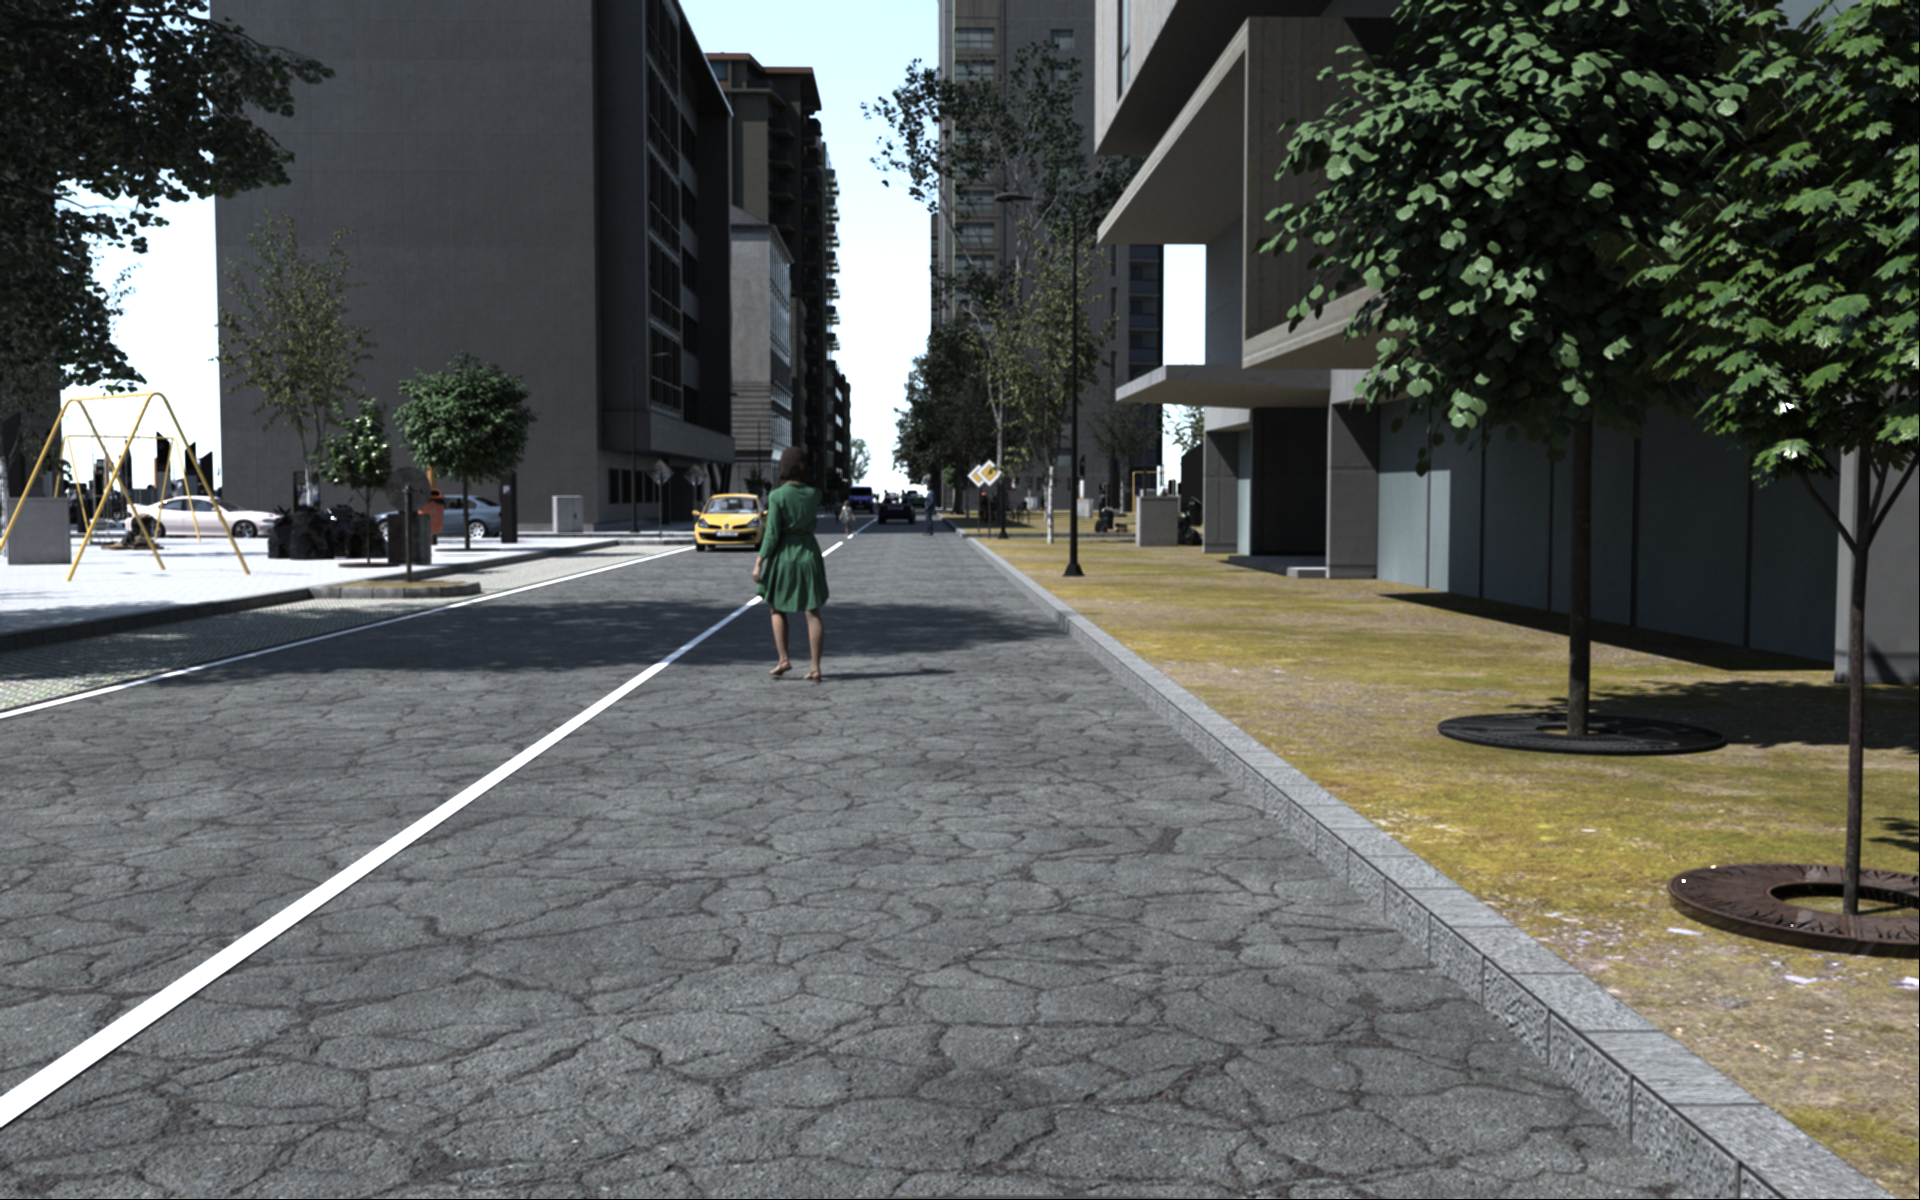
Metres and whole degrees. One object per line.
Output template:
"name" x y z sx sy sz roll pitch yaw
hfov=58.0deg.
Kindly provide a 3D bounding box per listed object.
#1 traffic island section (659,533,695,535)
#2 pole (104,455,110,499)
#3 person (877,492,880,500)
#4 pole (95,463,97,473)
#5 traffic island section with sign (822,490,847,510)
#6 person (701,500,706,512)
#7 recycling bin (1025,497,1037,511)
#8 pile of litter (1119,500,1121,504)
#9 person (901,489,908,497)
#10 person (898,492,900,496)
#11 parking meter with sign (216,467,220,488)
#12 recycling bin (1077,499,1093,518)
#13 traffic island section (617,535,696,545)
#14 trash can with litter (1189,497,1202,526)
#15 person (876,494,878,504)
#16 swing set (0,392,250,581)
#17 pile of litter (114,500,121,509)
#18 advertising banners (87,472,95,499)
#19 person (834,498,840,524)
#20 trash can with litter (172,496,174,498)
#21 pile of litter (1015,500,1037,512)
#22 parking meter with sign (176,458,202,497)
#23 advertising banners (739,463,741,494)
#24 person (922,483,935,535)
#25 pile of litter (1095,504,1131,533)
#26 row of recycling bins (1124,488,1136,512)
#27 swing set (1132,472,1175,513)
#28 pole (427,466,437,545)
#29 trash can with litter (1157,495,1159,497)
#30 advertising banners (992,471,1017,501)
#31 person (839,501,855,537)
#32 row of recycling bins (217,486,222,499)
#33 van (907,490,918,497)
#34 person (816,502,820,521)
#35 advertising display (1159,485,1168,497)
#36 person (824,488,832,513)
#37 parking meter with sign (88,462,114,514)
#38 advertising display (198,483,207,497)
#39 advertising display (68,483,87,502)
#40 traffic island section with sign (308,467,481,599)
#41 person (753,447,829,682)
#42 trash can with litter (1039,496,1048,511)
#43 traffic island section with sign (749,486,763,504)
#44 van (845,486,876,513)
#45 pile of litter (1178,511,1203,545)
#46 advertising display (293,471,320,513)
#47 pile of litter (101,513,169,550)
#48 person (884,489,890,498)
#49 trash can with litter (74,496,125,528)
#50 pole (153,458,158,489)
"traffic island section" -8.789 -2.153 57.475 2.009 0.180 2.903 0 4 -2
"pole" -45.036 -5.971 91.465 0.158 3.312 0.155 0 3 0
"person" -13.078 -16.326 276.145 0.721 1.735 1.217 3 5 40
"pole" -57.365 -7.418 115.126 0.158 3.312 0.155 0 3 0
"traffic island section with sign" -11.506 -9.086 157.188 1.989 1.847 2.006 0 4 -2
"person" -8.856 -2.868 60.408 0.382 1.210 0.505 -2 4 -27
"recycling bin" 5.425 -7.323 132.279 0.722 1.027 0.722 2 4 28
"pile of litter" 11.868 -7.207 131.807 1.176 0.858 1.719 -2 4 -24
"person" -4.004 -7.061 124.302 0.623 1.781 0.721 1 4 13
"person" -9.607 -15.865 268.614 0.721 1.743 1.217 0 4 7
"parking meter with sign" -48.823 -7.079 111.999 1.738 3.016 0.543 -3 5 -40
"recycling bin" 6.621 -4.840 91.693 0.722 1.027 0.722 1 4 17
"traffic island section" -8.573 -1.664 49.492 2.009 0.180 2.903 0 4 -2
"trash can with litter" 9.635 -3.528 69.074 1.055 1.170 0.624 1 4 9
"person" -11.747 -14.166 243.375 0.557 1.426 1.065 1 4 22
"swing set" -13.254 -1.817 27.331 3.119 2.851 2.862 3 5 39
"pile of litter" -58.416 -6.464 119.656 1.176 0.858 1.719 0 4 -6
"advertising banners" -64.798 -8.092 128.498 2.074 3.025 0.090 -3 5 -44
"person" -5.854 -4.250 82.676 0.352 1.250 0.332 1 4 16
"trash can with litter" -41.374 -4.907 91.283 2.233 1.210 1.678 0 4 8
"pile of litter" 4.801 -6.819 125.462 1.719 0.858 1.176 0 4 -6
"parking meter with sign" -36.880 -5.268 82.385 0.543 3.016 1.738 1 4 19
"advertising banners" -11.046 -5.544 86.826 0.090 3.025 2.074 0 4 -8
"person" -1.064 -3.156 60.278 0.419 1.800 0.721 -1 4 -13
"pile of litter" 5.183 -2.696 58.047 1.719 0.858 1.176 -3 5 -43
"row of recycling bins" 12.201 -7.226 125.252 1.069 1.692 3.534 0 4 2
"swing set" 13.484 -7.591 121.731 3.119 2.851 2.862 0 4 3
"pole" -13.258 -3.034 43.452 0.158 3.312 0.155 0 3 0
"trash can with litter" 14.821 -7.349 131.208 1.678 1.210 2.233 -2 4 -33
"advertising banners" 3.382 -8.254 131.142 2.074 3.025 0.090 2 4 26
"person" -3.785 -2.727 58.096 0.505 1.210 0.382 -2 4 -35
"row of recycling bins" -34.281 -4.689 83.775 3.534 1.692 1.069 1 4 8
"van" -7.817 -17.035 282.904 2.240 2.365 5.245 0 4 -2
"person" -7.426 -4.828 87.556 0.853 1.813 0.709 3 5 40
"advertising display" 14.724 -7.310 124.727 0.123 1.923 0.974 -2 4 -34
"person" -9.989 -7.513 130.697 0.648 1.900 0.474 1 4 9
"parking meter with sign" -46.737 -5.961 93.731 1.738 3.016 0.543 0 4 -7
"advertising display" -43.495 -5.712 98.604 0.123 1.923 0.974 2 4 34
"advertising display" -50.851 -5.789 99.864 0.974 1.923 0.123 -1 4 -12
"traffic island section with sign" -7.904 -0.970 24.489 1.989 1.847 2.006 0 4 -2
"person" -1.268 -0.279 13.308 0.600 1.795 0.529 -3 5 -41
"trash can with litter" 6.283 -7.235 129.685 0.624 1.170 1.055 1 4 18
"traffic island section with sign" -9.425 -4.388 80.371 1.989 1.847 2.006 0 4 -2
"van" -7.413 -7.668 129.754 2.240 2.365 5.245 0 4 -2
"pile of litter" 5.747 -1.824 43.793 1.176 0.858 1.719 -2 4 -29
"advertising display" -18.519 -2.685 49.114 0.123 1.923 0.974 1 4 18
"pile of litter" -19.143 -1.601 40.144 1.719 0.858 1.176 3 4 37
"person" -5.390 -7.255 127.472 0.721 1.781 0.623 -2 4 -24
"trash can with litter" -32.832 -3.390 66.484 2.233 1.210 1.678 -2 4 -31
"pole" -44.922 -6.297 96.806 0.158 3.312 0.155 0 3 0
